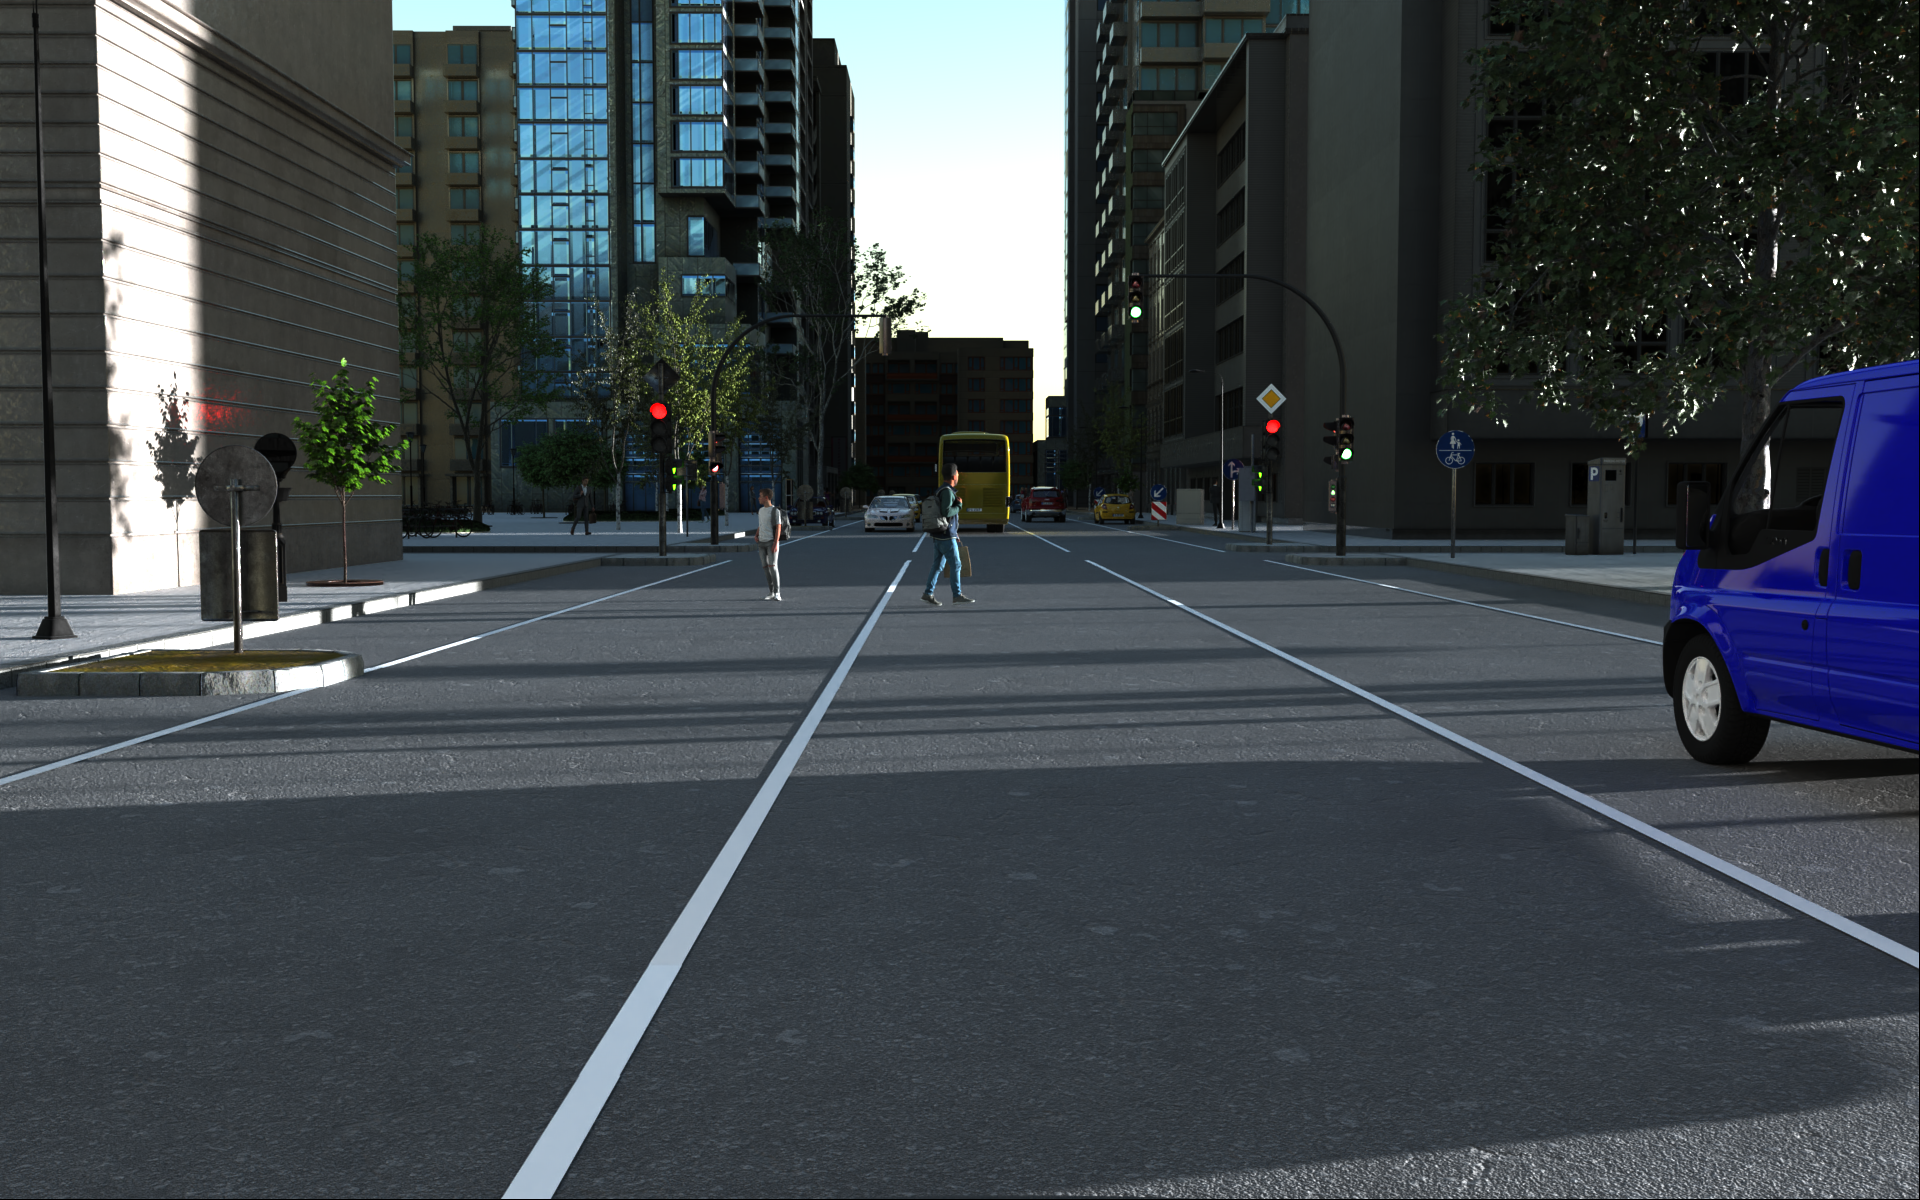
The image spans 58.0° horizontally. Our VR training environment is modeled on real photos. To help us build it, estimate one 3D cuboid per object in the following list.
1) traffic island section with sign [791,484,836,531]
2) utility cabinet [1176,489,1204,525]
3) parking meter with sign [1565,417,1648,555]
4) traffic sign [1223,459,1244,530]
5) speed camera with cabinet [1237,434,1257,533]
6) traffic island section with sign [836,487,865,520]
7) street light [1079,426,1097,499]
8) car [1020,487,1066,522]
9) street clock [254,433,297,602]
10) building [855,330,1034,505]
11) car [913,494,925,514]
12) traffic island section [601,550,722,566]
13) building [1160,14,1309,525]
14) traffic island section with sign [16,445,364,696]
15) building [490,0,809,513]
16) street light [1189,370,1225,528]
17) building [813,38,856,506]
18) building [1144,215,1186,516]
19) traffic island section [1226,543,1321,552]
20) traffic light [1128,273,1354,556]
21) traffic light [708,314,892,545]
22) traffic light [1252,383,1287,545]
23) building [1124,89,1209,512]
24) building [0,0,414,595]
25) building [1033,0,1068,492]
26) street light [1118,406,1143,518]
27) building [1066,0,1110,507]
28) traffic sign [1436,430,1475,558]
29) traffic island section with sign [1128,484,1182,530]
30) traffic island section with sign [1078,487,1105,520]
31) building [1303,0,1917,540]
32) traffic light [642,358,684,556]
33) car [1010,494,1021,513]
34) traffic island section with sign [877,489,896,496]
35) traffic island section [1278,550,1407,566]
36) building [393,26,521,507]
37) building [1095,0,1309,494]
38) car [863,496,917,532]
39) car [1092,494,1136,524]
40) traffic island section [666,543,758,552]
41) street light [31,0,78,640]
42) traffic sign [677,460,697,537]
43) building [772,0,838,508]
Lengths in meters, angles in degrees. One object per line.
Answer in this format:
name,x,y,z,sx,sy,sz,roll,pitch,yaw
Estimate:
traffic island section with sign,-6.080,-3.668,68.598,1.989,1.847,2.006,0,4,0
utility cabinet,9.613,-3.888,72.245,1.173,1.500,0.318,3,5,40
parking meter with sign,13.660,-2.471,36.665,1.738,3.016,0.543,-1,4,-21
traffic sign,9.865,-3.819,62.550,0.768,2.556,0.104,1,4,8
speed camera with cabinet,9.632,-3.899,58.083,0.660,3.252,2.038,1,4,10
traffic island section with sign,-6.242,-5.322,95.649,1.989,1.847,2.006,0,4,0
street light,8.849,-8.965,119.117,1.470,5.913,1.316,0,4,0
car,4.273,-4.916,89.043,2.281,1.827,5.304,0,4,-2
street clock,-8.137,-0.982,20.619,0.471,2.002,0.358,-2,4,-25
building,-5.840,-22.869,218.942,28.899,21.520,27.650,0,4,0
car,-3.557,-7.178,127.153,2.009,1.686,4.222,0,4,-1
traffic island section,-6.197,-0.840,36.008,2.009,0.180,2.903,0,4,0
building,18.790,-16.309,85.725,14.314,24.678,30.058,0,4,0
traffic island section with sign,-5.726,-0.282,13.244,1.989,1.847,2.006,0,4,0
building,-22.565,-50.147,132.574,22.319,86.520,31.000,0,4,0
street light,9.245,-5.642,64.794,1.470,5.913,1.316,0,4,0
building,-22.113,-34.166,182.320,21.600,48.544,21.300,0,4,0
building,17.526,-15.951,109.947,9.793,20.994,18.267,0,4,0
traffic island section,7.894,-1.333,44.077,2.009,0.180,2.903,0,4,0
traffic light,5.813,-3.740,35.824,4.771,5.953,1.251,0,4,0
traffic light,-4.116,-4.235,43.907,4.771,5.953,1.251,0,4,0
traffic light,7.854,-3.366,43.963,0.839,4.253,0.868,0,4,0
building,18.944,-21.761,127.488,14.160,30.474,14.107,0,4,0
building,-22.352,-11.336,27.146,24.055,21.916,13.314,0,4,0
building,24.634,-55.179,214.850,31.000,86.520,22.319,0,4,0
street light,9.054,-7.292,91.769,1.470,5.913,1.316,0,4,0
building,21.561,-38.919,178.319,21.231,58.520,28.212,0,4,0
traffic sign,9.869,-2.110,34.608,0.768,2.556,0.104,0,4,1
traffic island section with sign,7.745,-3.707,69.244,1.989,1.847,2.006,0,4,0
traffic island section with sign,7.574,-5.358,96.231,1.989,1.847,2.006,0,4,0
building,24.017,-15.889,53.290,24.014,27.812,14.314,0,4,0
traffic light,-6.156,-2.872,35.873,0.839,4.253,0.868,0,4,0
car,4.775,-7.283,131.071,2.014,1.417,4.499,0,4,-2
traffic island section with sign,-6.566,-8.407,146.086,1.989,1.847,2.006,0,4,0
traffic island section,7.945,-0.845,36.092,2.009,0.180,2.903,0,4,0
building,-48.559,-34.308,180.538,30.456,49.044,23.786,0,4,0
building,23.466,-32.399,149.340,23.786,49.044,30.456,0,4,0
car,-2.691,-3.333,66.852,2.083,1.381,4.827,0,4,-1
car,7.412,-4.466,83.251,2.015,1.641,3.980,0,4,-1
traffic island section,-6.247,-1.328,43.993,2.009,0.180,2.903,0,4,0
street light,-7.518,-2.612,15.244,1.470,5.913,1.316,0,4,0
traffic sign,-8.191,-3.049,51.981,0.606,2.300,0.079,0,4,2
building,-21.872,-44.102,159.313,20.563,71.187,20.611,0,4,0
